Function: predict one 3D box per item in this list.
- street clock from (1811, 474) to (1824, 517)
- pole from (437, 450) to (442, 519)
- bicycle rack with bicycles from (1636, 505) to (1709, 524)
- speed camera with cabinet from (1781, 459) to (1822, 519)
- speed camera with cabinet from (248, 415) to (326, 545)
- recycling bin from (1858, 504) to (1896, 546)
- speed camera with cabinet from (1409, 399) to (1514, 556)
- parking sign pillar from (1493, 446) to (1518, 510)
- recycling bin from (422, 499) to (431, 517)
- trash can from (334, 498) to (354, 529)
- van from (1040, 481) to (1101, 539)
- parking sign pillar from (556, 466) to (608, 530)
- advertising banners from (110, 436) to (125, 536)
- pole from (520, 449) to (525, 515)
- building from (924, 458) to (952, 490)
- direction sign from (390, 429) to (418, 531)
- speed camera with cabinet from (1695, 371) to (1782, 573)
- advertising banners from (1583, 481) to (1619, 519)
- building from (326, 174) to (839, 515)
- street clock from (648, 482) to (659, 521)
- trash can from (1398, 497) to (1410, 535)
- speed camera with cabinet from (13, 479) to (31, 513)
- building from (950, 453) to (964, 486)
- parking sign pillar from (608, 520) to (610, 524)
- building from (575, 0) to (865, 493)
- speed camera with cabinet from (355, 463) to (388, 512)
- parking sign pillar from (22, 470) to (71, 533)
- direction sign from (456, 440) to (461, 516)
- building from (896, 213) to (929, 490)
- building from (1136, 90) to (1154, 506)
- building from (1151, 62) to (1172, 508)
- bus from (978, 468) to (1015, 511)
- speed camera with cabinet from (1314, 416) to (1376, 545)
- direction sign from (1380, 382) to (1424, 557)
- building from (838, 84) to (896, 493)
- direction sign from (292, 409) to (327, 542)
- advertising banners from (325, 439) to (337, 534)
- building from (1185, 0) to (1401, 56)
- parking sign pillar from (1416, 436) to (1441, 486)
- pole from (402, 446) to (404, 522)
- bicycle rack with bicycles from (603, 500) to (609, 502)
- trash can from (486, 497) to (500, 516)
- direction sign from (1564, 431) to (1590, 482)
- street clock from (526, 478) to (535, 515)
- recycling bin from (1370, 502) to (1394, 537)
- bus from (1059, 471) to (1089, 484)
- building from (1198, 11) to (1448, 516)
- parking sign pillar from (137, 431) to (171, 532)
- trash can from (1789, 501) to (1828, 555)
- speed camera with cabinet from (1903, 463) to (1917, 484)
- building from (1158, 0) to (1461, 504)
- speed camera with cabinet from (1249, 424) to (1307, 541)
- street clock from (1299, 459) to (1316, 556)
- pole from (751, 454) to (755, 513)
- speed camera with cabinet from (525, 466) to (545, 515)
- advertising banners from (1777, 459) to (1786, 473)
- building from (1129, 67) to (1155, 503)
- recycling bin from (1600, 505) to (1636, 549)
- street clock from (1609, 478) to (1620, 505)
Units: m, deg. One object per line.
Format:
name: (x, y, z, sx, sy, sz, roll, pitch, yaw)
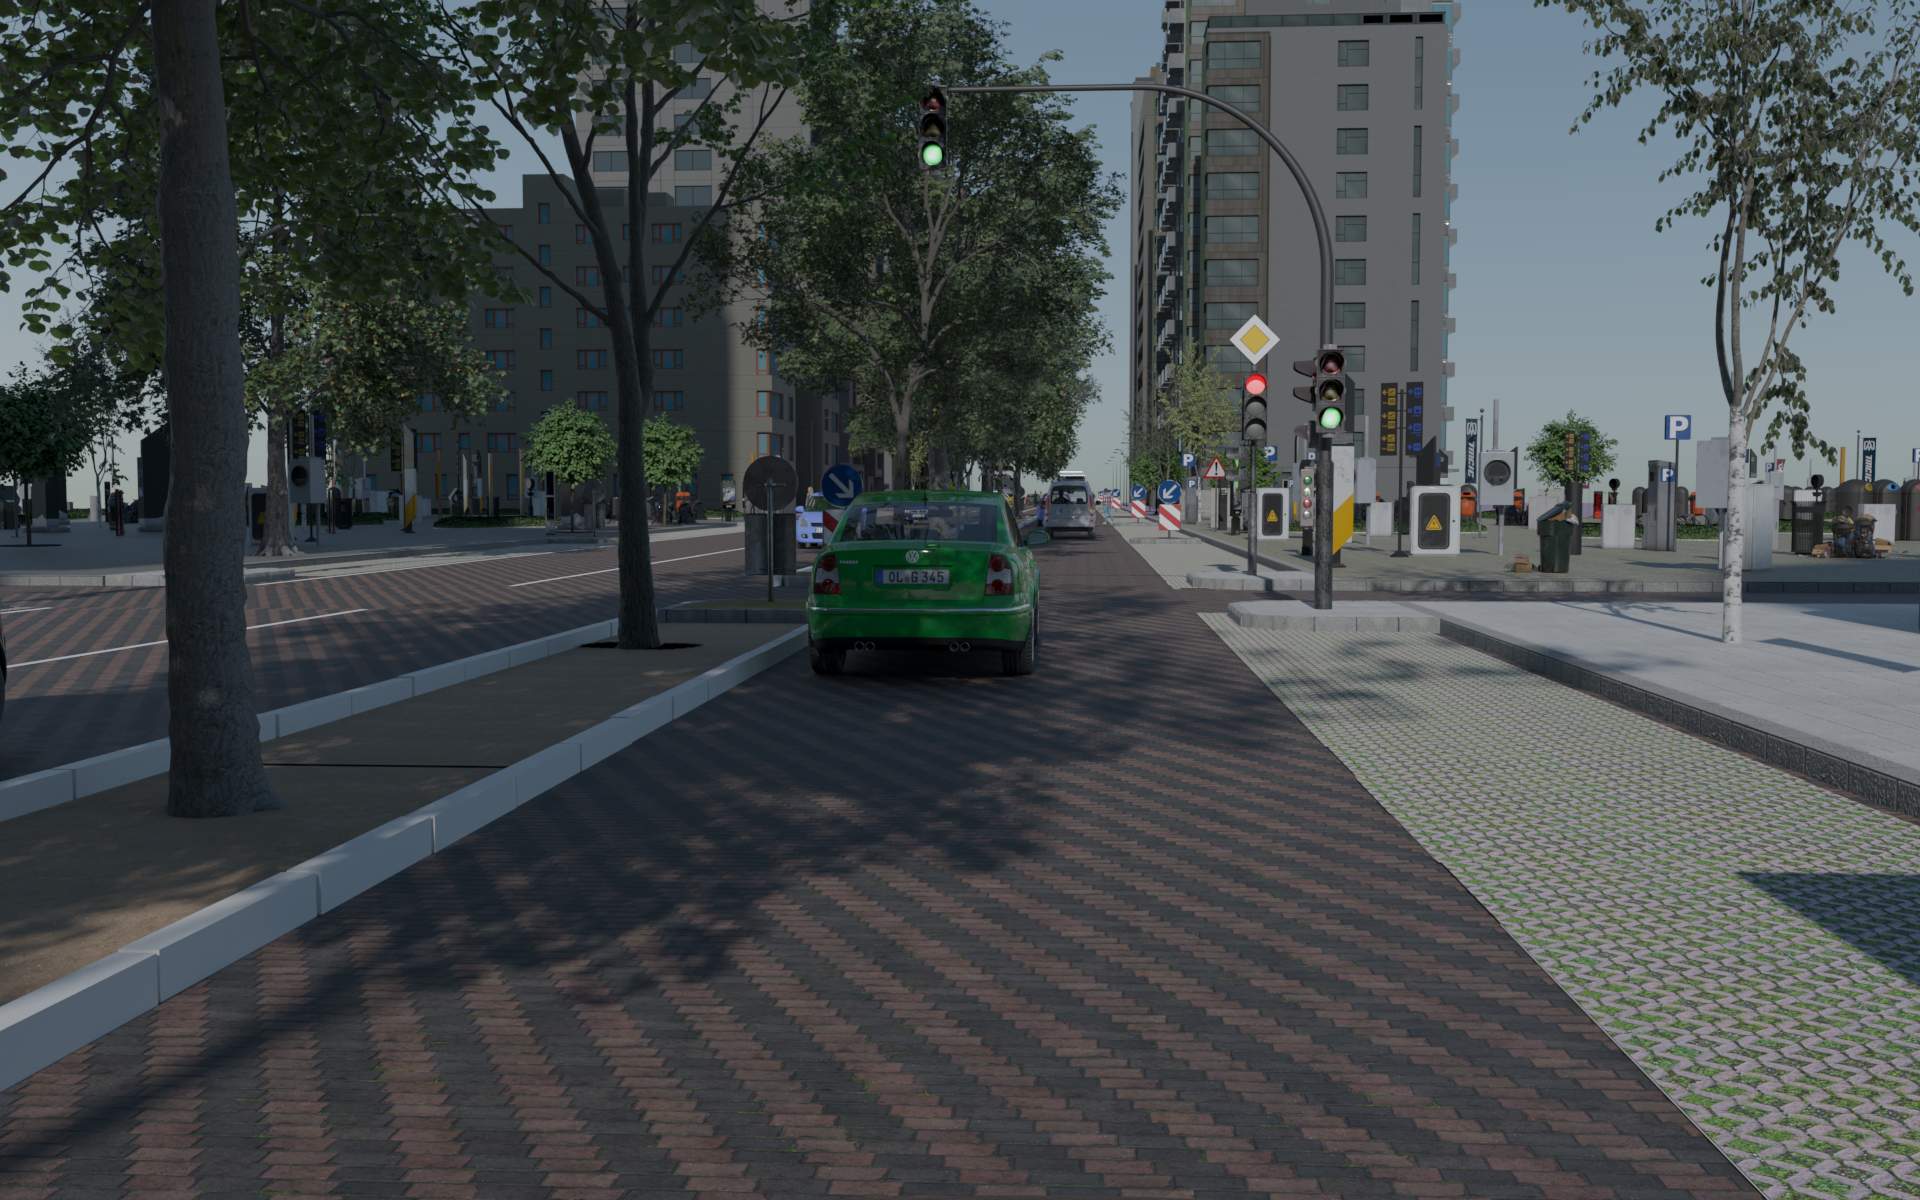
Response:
street clock: (31.343, -3.596, 63.360, 0.358, 2.002, 0.471, -1, 4, -8)
pole: (-24.090, -5.280, 80.164, 0.158, 3.312, 0.155, 0, 3, 0)
bicycle rack with bicycles: (23.418, -2.722, 57.880, 2.925, 0.926, 2.852, 2, 4, 25)
speed camera with cabinet: (33.716, -4.632, 70.072, 2.038, 3.252, 0.660, 1, 4, 23)
speed camera with cabinet: (-16.960, -3.013, 43.593, 2.038, 3.252, 0.660, 1, 4, 23)
recycling bin: (22.837, -1.873, 43.173, 0.722, 1.027, 0.722, 1, 4, 17)
speed camera with cabinet: (10.480, -2.560, 36.185, 2.038, 3.252, 0.660, 1, 4, 11)
parking sign pillar: (30.728, -6.674, 97.588, 1.447, 3.967, 1.447, -1, 4, -18)
recycling bin: (-29.996, -5.142, 96.632, 0.722, 1.027, 0.722, 1, 4, 10)
trash can: (-22.541, -3.161, 63.329, 0.748, 1.137, 0.748, 0, 3, 0)
van: (3.602, -3.031, 56.569, 2.013, 2.044, 4.112, 0, 4, 5)
parking sign pillar: (-13.935, -4.550, 62.871, 1.447, 3.967, 1.447, 3, 4, 39)
advertising banners: (-25.760, -3.471, 52.936, 0.090, 3.025, 2.074, -1, 4, -18)
pole: (-19.871, -5.186, 78.633, 0.158, 3.312, 0.155, 0, 3, 0)
building: (-15.972, -23.817, 234.448, 27.650, 21.520, 28.899, 0, 4, 4)
direction sign: (-19.234, -4.157, 59.967, 0.876, 3.537, 0.379, -1, 4, -19)
speed camera with cabinet: (12.822, -2.098, 28.633, 0.660, 3.252, 2.038, 3, 5, 44)
advertising banners: (33.157, -5.730, 89.866, 2.074, 3.025, 0.090, 0, 4, -3)
building: (-24.075, -16.766, 119.167, 27.650, 21.520, 28.899, 0, 4, 4)
street clock: (-14.718, -4.813, 83.270, 0.471, 2.002, 0.358, 1, 4, 11)
trash can: (14.107, -2.615, 54.412, 0.748, 1.137, 0.748, 0, 3, 0)
speed camera with cabinet: (-44.846, -5.378, 82.271, 2.038, 3.252, 0.660, 3, 5, 41)
building: (-6.857, -29.602, 255.689, 14.160, 30.474, 14.107, 0, 4, 4)
parking sign pillar: (-15.777, -5.252, 74.336, 1.447, 3.967, 1.447, 0, 4, 4)
building: (-18.676, -43.065, 142.364, 20.563, 71.187, 20.611, 0, 4, 4)
speed camera with cabinet: (-33.536, -6.389, 98.792, 0.660, 3.252, 2.038, 2, 4, 27)
parking sign pillar: (-30.658, -4.252, 57.993, 1.447, 3.967, 1.447, 3, 5, 44)
direction sign: (-21.162, -4.962, 73.121, 0.379, 3.537, 0.876, -2, 4, -25)
building: (-14.613, -33.603, 204.039, 22.147, 44.769, 28.867, 0, 4, 4)
building: (31.196, -35.059, 196.921, 21.300, 48.544, 21.600, 0, 4, 4)
building: (25.591, -29.588, 167.358, 14.154, 41.232, 14.086, 0, 4, 4)
bus: (3.061, -8.839, 136.059, 2.896, 3.916, 12.252, 0, 4, 2)
speed camera with cabinet: (9.875, -3.066, 44.467, 0.660, 3.252, 2.038, -1, 4, -19)
direction sign: (8.948, -2.640, 35.157, 0.876, 3.537, 0.379, 2, 4, 34)
building: (-13.563, -29.214, 161.244, 14.154, 41.232, 14.086, 0, 4, 4)
direction sign: (-17.480, -3.338, 46.579, 0.876, 3.537, 0.379, -3, 4, -36)
advertising banners: (-20.429, -3.676, 56.298, 0.090, 3.025, 2.074, -2, 4, -29)
building: (22.795, -26.839, 122.406, 14.154, 41.232, 14.086, 0, 4, 4)
parking sign pillar: (21.912, -5.663, 81.059, 1.447, 3.967, 1.447, -1, 4, -22)
pole: (-23.116, -4.793, 72.204, 0.158, 3.312, 0.155, 0, 3, 0)
bicycle rack with bicycles: (-21.327, -5.250, 99.211, 2.852, 0.926, 2.925, -3, 5, -40)
trash can: (-23.856, -4.702, 88.539, 0.748, 1.137, 0.748, 0, 3, 0)
direction sign: (22.012, -4.273, 61.861, 0.876, 3.537, 0.379, 0, 3, 0)
street clock: (-19.929, -4.638, 80.400, 0.358, 2.002, 0.471, -3, 5, -44)
recycling bin: (12.713, -2.435, 52.371, 0.722, 1.027, 0.722, 1, 4, 20)
bus: (9.451, -9.284, 146.654, 2.948, 3.499, 13.247, 0, 4, 4)
building: (21.939, -20.590, 108.346, 14.160, 30.474, 14.107, 0, 4, 4)
parking sign pillar: (-27.341, -4.320, 59.106, 1.447, 3.967, 1.447, 3, 4, 38)
trash can: (17.812, -1.513, 36.395, 0.748, 1.137, 0.748, 0, 3, 0)
speed camera with cabinet: (49.831, -5.918, 91.101, 0.660, 3.252, 2.038, 1, 4, 19)
building: (28.163, -32.113, 144.655, 23.786, 49.044, 30.456, 0, 4, 4)
speed camera with cabinet: (9.089, -3.298, 48.260, 2.038, 3.252, 0.660, -1, 4, -18)
street clock: (7.254, -1.929, 36.107, 0.358, 2.002, 0.471, 2, 4, 33)
pole: (-10.470, -5.736, 87.621, 0.158, 3.312, 0.155, 0, 3, 0)
speed camera with cabinet: (-23.976, -6.339, 97.974, 0.660, 3.252, 2.038, 1, 4, 15)
advertising banners: (39.982, -5.484, 85.844, 2.074, 3.025, 0.090, -1, 4, -12)
building: (34.615, -43.024, 245.445, 21.231, 58.520, 28.212, 0, 4, 4)
recycling bin: (15.464, -1.722, 40.706, 0.722, 1.027, 0.722, 1, 4, 17)
street clock: (30.133, -4.600, 79.782, 0.358, 2.002, 0.471, -2, 4, -30)
